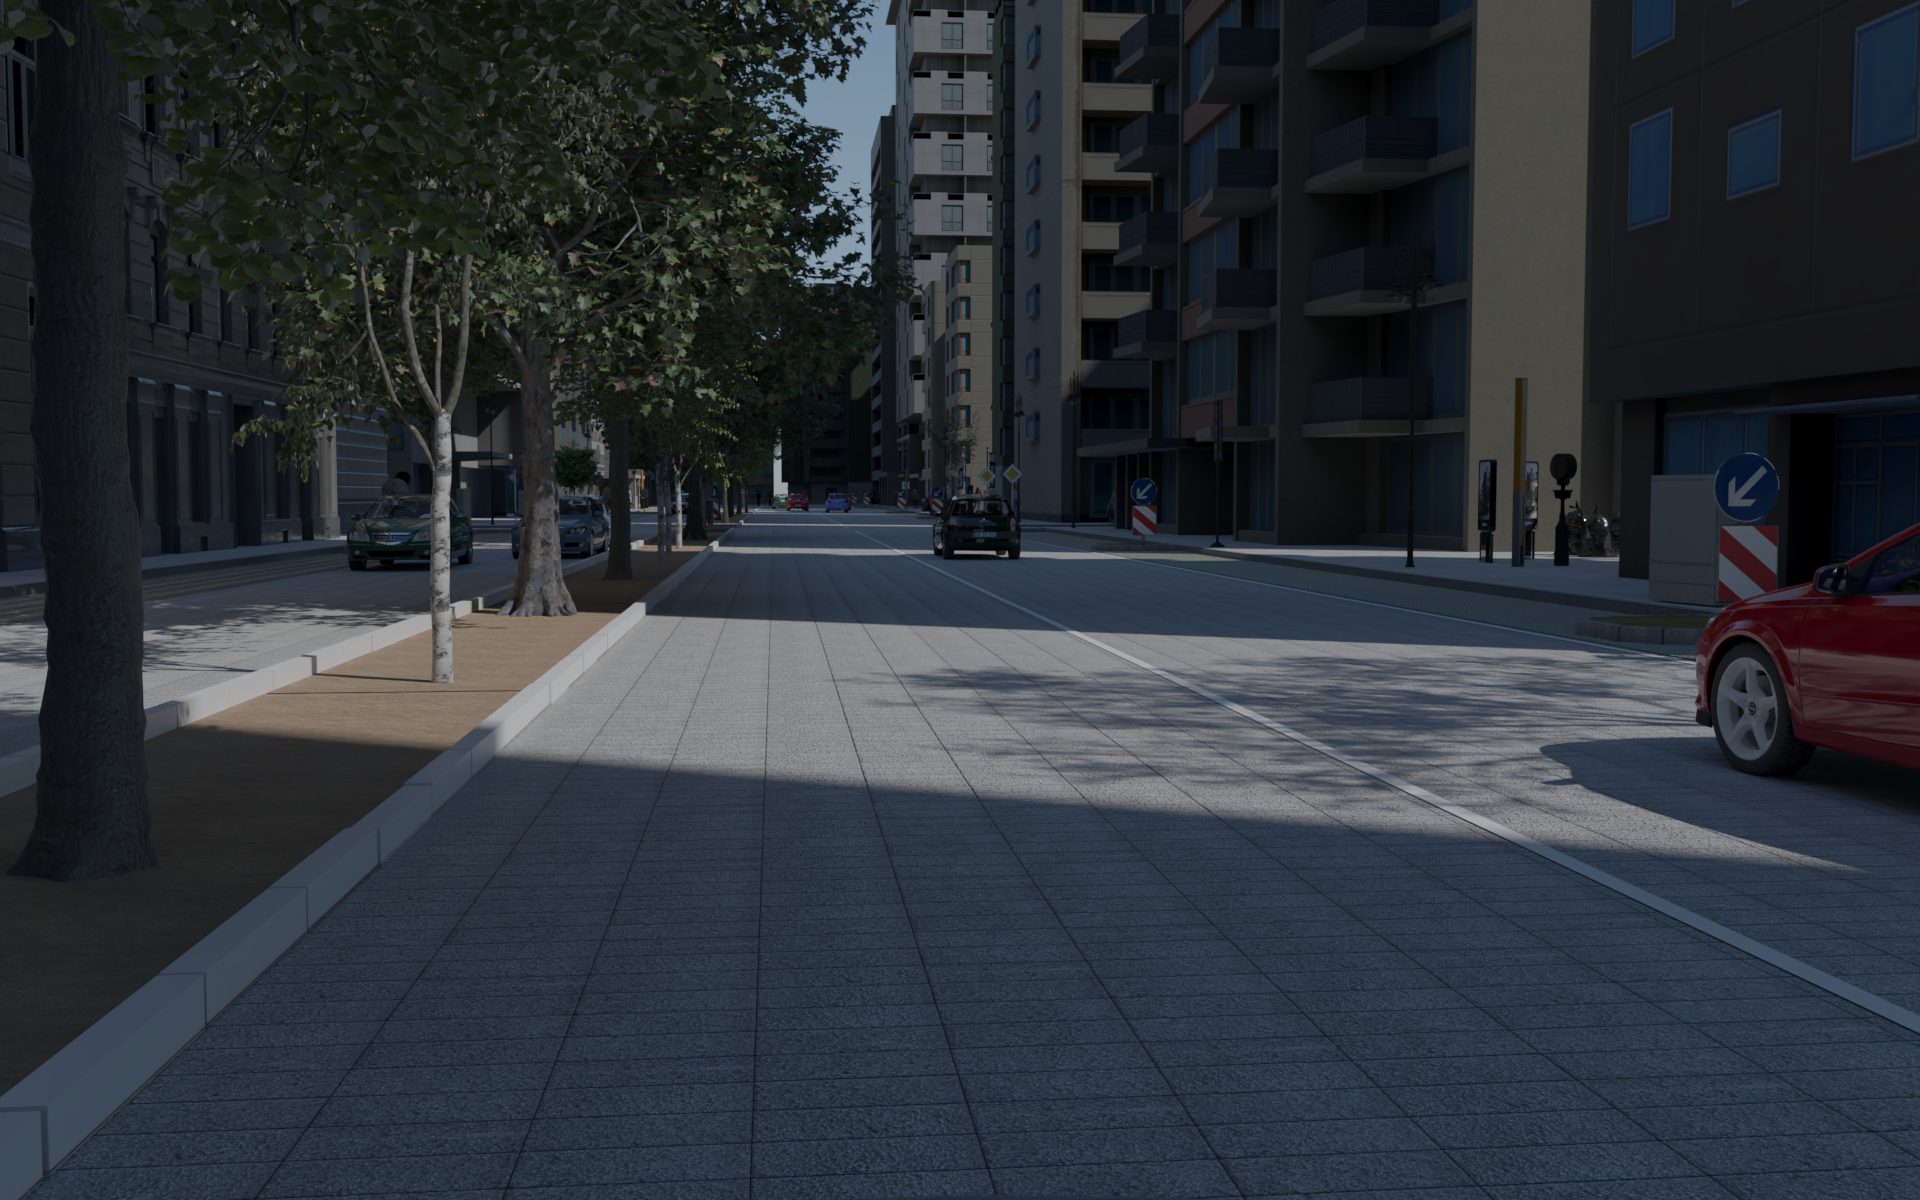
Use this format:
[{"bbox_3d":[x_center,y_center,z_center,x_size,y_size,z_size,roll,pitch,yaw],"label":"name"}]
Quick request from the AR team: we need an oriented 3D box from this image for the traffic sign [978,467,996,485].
[{"bbox_3d":[1.176,-4.391,73.975,0.795,2.593,0.064,0,4,-6],"label":"traffic sign"}]

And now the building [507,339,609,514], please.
[{"bbox_3d":[-38.112,-30.861,124.193,23.786,49.044,30.456,0,4,-6],"label":"building"}]

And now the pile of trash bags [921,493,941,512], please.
[{"bbox_3d":[-1.936,-7.083,125.552,1.912,1.369,3.447,0,4,2],"label":"pile of trash bags"}]

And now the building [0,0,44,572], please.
[{"bbox_3d":[-21.188,-14.396,21.287,13.634,28.700,20.117,0,4,-6],"label":"building"}]

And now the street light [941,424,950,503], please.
[{"bbox_3d":[-0.960,-8.606,113.501,0.468,5.910,1.993,0,4,-6],"label":"street light"}]

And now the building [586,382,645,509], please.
[{"bbox_3d":[-45.364,-28.399,156.200,32.217,40.220,23.993,0,4,-6],"label":"building"}]

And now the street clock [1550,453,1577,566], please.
[{"bbox_3d":[10.744,-1.609,30.882,0.358,2.002,0.471,-1,4,-19],"label":"street clock"}]

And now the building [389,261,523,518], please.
[{"bbox_3d":[-35.570,-30.201,83.032,28.713,52.752,27.495,0,4,-6],"label":"building"}]

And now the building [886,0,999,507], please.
[{"bbox_3d":[8.050,-35.410,168.200,28.713,52.752,27.495,0,4,-6],"label":"building"}]

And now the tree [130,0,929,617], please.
[{"bbox_3d":[-4.991,-6.166,20.280,9.611,12.733,9.660,0,3,0],"label":"tree"}]

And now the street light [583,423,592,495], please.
[{"bbox_3d":[-23.198,-8.269,107.989,0.468,5.910,1.993,0,4,-6],"label":"street light"}]

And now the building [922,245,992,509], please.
[{"bbox_3d":[12.014,-17.817,136.340,27.650,21.520,28.899,0,4,-6],"label":"building"}]

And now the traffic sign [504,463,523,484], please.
[{"bbox_3d":[-16.466,-3.786,64.085,0.795,2.593,0.064,0,4,-6],"label":"traffic sign"}]

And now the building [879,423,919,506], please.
[{"bbox_3d":[1.766,-46.074,191.558,20.563,71.187,20.611,0,4,-6],"label":"building"}]

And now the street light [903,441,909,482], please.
[{"bbox_3d":[-4.684,-10.728,148.192,0.468,5.910,1.993,0,4,-6],"label":"street light"}]

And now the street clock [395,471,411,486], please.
[{"bbox_3d":[-17.726,-3.093,55.143,0.471,2.002,0.358,-2,4,-27],"label":"street clock"}]

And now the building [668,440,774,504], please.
[{"bbox_3d":[-40.802,-24.407,244.085,28.899,21.520,27.650,0,4,-6],"label":"building"}]

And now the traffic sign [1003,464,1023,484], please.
[{"bbox_3d":[2.026,-3.905,66.035,0.795,2.593,0.064,0,4,-6],"label":"traffic sign"}]

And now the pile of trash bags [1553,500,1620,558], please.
[{"bbox_3d":[13.449,-1.556,35.189,1.912,1.369,3.447,0,4,1],"label":"pile of trash bags"}]

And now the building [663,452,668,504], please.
[{"bbox_3d":[-43.630,-34.407,212.668,14.200,45.320,14.600,0,4,-6],"label":"building"}]

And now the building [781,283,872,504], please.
[{"bbox_3d":[-17.940,-28.660,240.287,14.107,30.474,14.160,0,4,-6],"label":"building"}]

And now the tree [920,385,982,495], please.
[{"bbox_3d":[-0.598,-10.244,117.854,4.360,8.622,3.978,0,3,0],"label":"tree"}]

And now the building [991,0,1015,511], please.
[{"bbox_3d":[8.634,-20.320,103.936,14.160,30.474,14.107,0,4,-6],"label":"building"}]

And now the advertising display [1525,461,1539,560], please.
[{"bbox_3d":[11.096,-1.757,33.935,0.123,1.923,0.974,3,4,38],"label":"advertising display"}]

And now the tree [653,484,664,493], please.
[{"bbox_3d":[-31.341,-11.456,181.914,1.663,3.219,1.824,0,3,0],"label":"tree"}]

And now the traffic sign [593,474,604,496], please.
[{"bbox_3d":[-23.217,-6.789,111.103,0.768,2.556,0.104,0,4,2],"label":"traffic sign"}]

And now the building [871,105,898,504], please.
[{"bbox_3d":[0.297,-36.060,213.278,21.300,48.544,21.600,0,4,-6],"label":"building"}]

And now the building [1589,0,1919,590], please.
[{"bbox_3d":[17.406,-22.589,19.436,14.600,45.320,14.200,0,4,-6],"label":"building"}]

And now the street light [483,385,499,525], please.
[{"bbox_3d":[-19.492,-6.071,72.047,0.468,5.910,1.993,0,4,-6],"label":"street light"}]

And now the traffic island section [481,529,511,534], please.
[{"bbox_3d":[-16.488,-2.561,64.150,2.009,0.180,2.903,0,4,-6],"label":"traffic island section"}]

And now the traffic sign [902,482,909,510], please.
[{"bbox_3d":[-4.482,-8.611,142.925,0.606,2.300,0.079,0,4,-3],"label":"traffic sign"}]

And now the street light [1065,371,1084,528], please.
[{"bbox_3d":[4.262,-5.633,64.892,0.468,5.910,1.993,0,4,-6],"label":"street light"}]

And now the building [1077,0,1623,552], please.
[{"bbox_3d":[16.603,-24.250,51.112,22.147,44.769,28.867,0,4,-6],"label":"building"}]

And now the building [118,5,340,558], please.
[{"bbox_3d":[-21.862,-11.717,40.732,9.793,20.994,18.267,0,4,-6],"label":"building"}]

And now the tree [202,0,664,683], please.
[{"bbox_3d":[-3.956,-3.685,13.073,4.360,8.622,3.978,0,3,0],"label":"tree"}]

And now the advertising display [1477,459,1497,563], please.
[{"bbox_3d":[9.875,-1.666,32.457,0.123,1.923,0.974,0,4,4],"label":"advertising display"}]

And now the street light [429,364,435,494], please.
[{"bbox_3d":[-18.009,-5.264,58.856,0.468,5.910,1.993,0,4,-6],"label":"street light"}]

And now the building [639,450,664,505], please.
[{"bbox_3d":[-41.456,-26.059,197.769,14.160,30.474,14.107,0,4,-6],"label":"building"}]

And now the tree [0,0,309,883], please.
[{"bbox_3d":[-3.445,-5.262,6.614,7.486,12.596,7.792,0,3,0],"label":"tree"}]

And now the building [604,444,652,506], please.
[{"bbox_3d":[-42.752,-45.240,177.920,20.563,71.187,20.611,0,4,-6],"label":"building"}]

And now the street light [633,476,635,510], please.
[{"bbox_3d":[-27.068,-10.456,143.741,0.468,5.910,1.993,0,4,-6],"label":"street light"}]

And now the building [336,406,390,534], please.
[{"bbox_3d":[-29.164,-13.895,56.055,19.941,23.489,11.050,0,4,-6],"label":"building"}]

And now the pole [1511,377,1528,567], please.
[{"bbox_3d":[9.837,-2.238,30.435,0.158,3.312,0.155,0,3,0],"label":"pole"}]

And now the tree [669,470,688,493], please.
[{"bbox_3d":[-34.529,-14.025,213.019,4.285,4.588,4.351,0,3,0],"label":"tree"}]

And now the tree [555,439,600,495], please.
[{"bbox_3d":[-23.000,-7.292,102.933,4.285,4.588,4.351,0,3,0],"label":"tree"}]

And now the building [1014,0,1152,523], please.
[{"bbox_3d":[13.761,-28.310,86.568,21.600,48.544,21.300,0,4,-6],"label":"building"}]

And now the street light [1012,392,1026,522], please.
[{"bbox_3d":[2.666,-6.466,78.509,0.468,5.910,1.993,0,4,-6],"label":"street light"}]

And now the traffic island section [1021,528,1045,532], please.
[{"bbox_3d":[2.048,-2.681,66.120,2.009,0.180,2.903,0,4,-6],"label":"traffic island section"}]

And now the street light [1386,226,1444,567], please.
[{"bbox_3d":[7.891,-3.511,30.191,0.468,5.910,1.993,0,4,-6],"label":"street light"}]

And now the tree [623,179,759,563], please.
[{"bbox_3d":[-6.090,-5.039,35.204,4.737,8.622,4.395,0,3,0],"label":"tree"}]

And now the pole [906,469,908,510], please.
[{"bbox_3d":[-4.320,-8.962,140.369,0.158,3.312,0.155,0,3,0],"label":"pole"}]

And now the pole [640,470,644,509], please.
[{"bbox_3d":[-26.445,-9.185,144.013,0.158,3.312,0.155,0,3,0],"label":"pole"}]
